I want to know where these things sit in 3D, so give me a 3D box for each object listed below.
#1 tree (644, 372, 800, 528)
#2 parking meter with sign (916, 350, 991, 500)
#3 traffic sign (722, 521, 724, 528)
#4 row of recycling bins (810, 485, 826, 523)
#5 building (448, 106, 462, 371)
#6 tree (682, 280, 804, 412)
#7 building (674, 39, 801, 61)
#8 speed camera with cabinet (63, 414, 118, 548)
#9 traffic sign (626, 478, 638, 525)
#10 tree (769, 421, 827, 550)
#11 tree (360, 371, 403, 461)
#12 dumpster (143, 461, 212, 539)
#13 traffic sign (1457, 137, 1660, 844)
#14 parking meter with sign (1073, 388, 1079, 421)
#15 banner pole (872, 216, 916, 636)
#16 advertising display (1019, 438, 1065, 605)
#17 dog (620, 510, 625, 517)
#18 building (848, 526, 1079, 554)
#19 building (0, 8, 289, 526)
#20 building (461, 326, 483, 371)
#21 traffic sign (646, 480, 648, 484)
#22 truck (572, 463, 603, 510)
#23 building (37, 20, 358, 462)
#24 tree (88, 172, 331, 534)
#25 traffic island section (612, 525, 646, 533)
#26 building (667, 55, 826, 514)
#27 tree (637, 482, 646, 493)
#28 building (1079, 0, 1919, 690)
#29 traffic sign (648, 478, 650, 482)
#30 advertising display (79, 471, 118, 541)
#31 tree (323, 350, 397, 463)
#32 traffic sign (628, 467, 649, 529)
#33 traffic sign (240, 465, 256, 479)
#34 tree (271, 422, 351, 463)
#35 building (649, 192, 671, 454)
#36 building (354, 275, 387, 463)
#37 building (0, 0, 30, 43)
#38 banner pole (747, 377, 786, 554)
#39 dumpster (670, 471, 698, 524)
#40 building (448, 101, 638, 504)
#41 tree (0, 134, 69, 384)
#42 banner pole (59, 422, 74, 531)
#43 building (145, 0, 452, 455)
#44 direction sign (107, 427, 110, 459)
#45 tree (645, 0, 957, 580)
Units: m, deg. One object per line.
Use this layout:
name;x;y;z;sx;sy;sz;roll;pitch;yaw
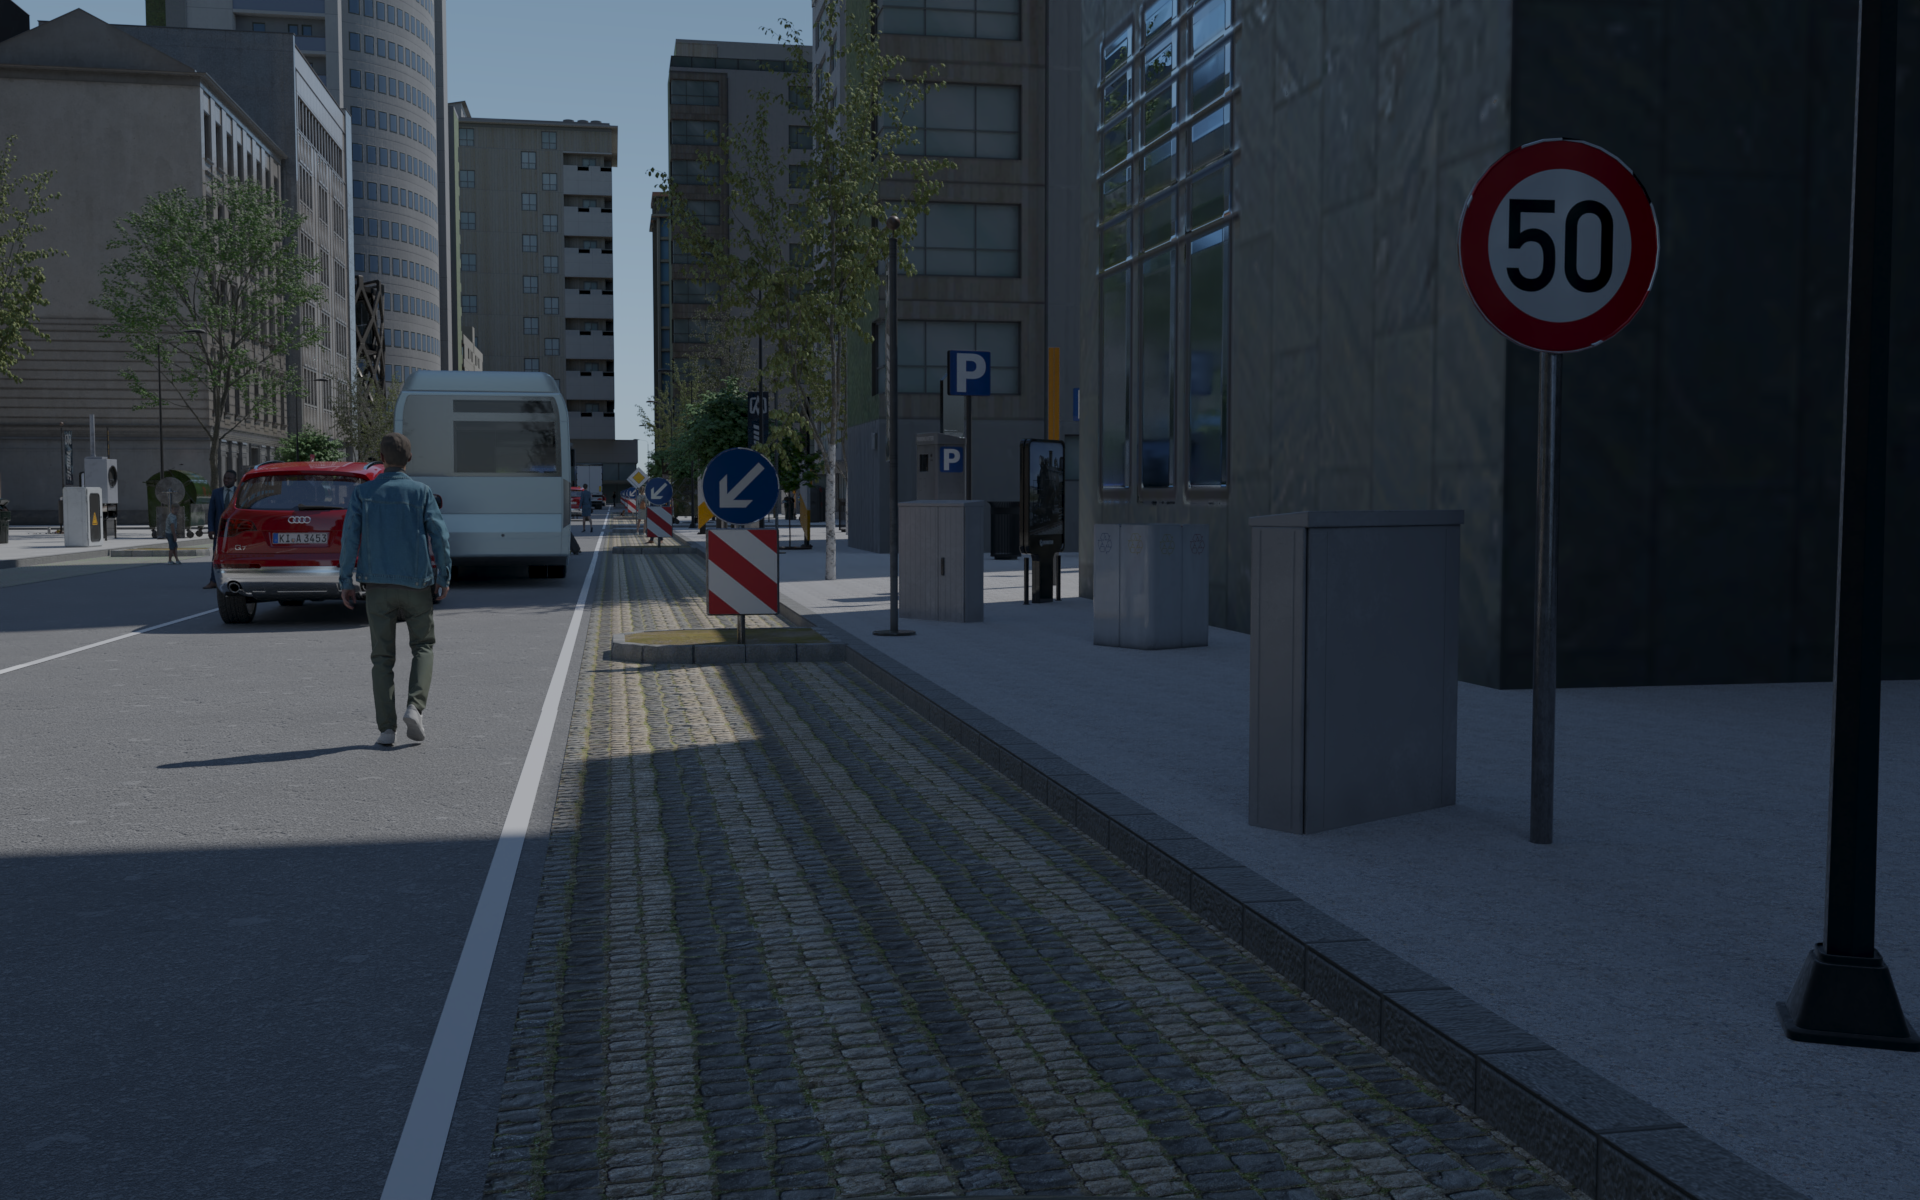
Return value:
tree;-6.265;-3.867;46.935;4.285;4.588;4.351;0;3;0
parking meter with sign;-0.223;-1.566;21.871;0.543;3.016;1.738;-2;4;-24
traffic sign;-7.360;-3.278;53.705;0.768;2.556;0.104;0;4;-3
row of recycling bins;-6.752;-4.404;79.117;1.069;1.692;3.534;0;4;2
building;-58.513;-30.116;175.998;14.154;41.232;14.086;-1;4;-11
tree;-7.711;-6.732;60.429;4.360;8.622;3.978;0;3;0
building;-19.328;-29.189;160.827;14.154;41.232;14.086;-1;4;-11
speed camera with cabinet;-21.303;-2.943;42.449;0.660;3.252;2.038;0;4;-6
traffic sign;-13.499;-4.194;72.215;0.795;2.450;0.064;-1;4;-11
tree;-3.823;-2.784;40.122;1.663;3.219;1.824;0;3;0
tree;-34.326;-9.399;104.034;4.737;8.622;4.395;0;3;0
dumpster;-22.919;-2.949;50.709;1.502;2.255;1.985;-1;4;-11
traffic sign;2.142;-0.379;6.303;0.768;2.556;0.104;0;4;-8
parking meter with sign;2.471;-2.011;29.138;0.543;3.016;1.738;2;4;25
banner pole;-0.636;-1.584;15.919;0.401;3.779;0.863;-1;4;-9
advertising display;0.975;-0.929;20.409;0.123;1.923;0.974;2;4;29
dog;-19.669;-4.991;100.887;0.540;0.507;0.406;1;4;15
building;3.815;-22.045;44.029;14.154;41.232;14.086;-1;4;-11
building;-37.435;-14.078;79.327;9.793;20.994;18.267;-1;4;-11
building;-70.405;-21.583;197.926;28.899;21.520;27.650;-1;4;-11
traffic sign;-24.424;-8.368;136.927;0.768;2.556;0.104;0;4;-7
truck;-35.132;-10.689;163.675;2.839;4.237;11.283;-1;4;-13
building;-41.892;-17.110;97.763;12.078;24.808;19.932;-1;4;-11
tree;-24.004;-7.951;55.758;9.928;11.665;9.643;0;3;0
traffic island section;-11.912;-2.580;64.466;2.009;0.180;2.903;-1;4;-11
building;-12.938;-21.250;119.146;14.160;30.474;14.107;-1;4;-11
tree;-34.704;-11.879;188.829;1.663;3.219;1.824;0;3;0
building;15.457;-42.405;5.989;22.319;86.520;31.000;-1;4;-11
traffic sign;-22.269;-7.681;125.689;0.768;2.556;0.104;0;4;-2
advertising display;-24.744;-2.724;49.753;0.974;1.923;0.123;-3;5;-42
tree;-30.547;-8.444;88.425;4.360;8.622;3.978;0;3;0
traffic sign;-11.933;-3.715;64.385;0.795;2.450;0.064;-1;4;-11
traffic sign;-25.259;-3.639;61.628;0.606;2.300;0.079;-1;4;-11
tree;-29.469;-5.806;78.635;4.285;4.588;4.351;0;3;0
building;-30.511;-36.060;244.209;28.867;44.769;22.147;-1;4;-11
building;-47.722;-15.245;116.700;16.820;18.784;16.811;-1;4;-11
building;-49.527;-14.891;73.153;15.834;23.373;12.332;-1;4;-11
banner pole;-4.175;-2.889;37.257;0.863;3.779;0.401;0;4;8
dumpster;-11.764;-4.393;74.317;1.502;2.255;1.985;-1;4;-11
building;-59.329;-39.923;241.975;27.495;52.752;28.713;-1;4;-11
tree;-20.207;-5.191;35.243;4.737;8.622;4.395;0;3;0
banner pole;-31.022;-4.289;60.149;0.863;3.779;0.401;2;4;33
building;-57.425;-37.399;153.468;21.231;58.520;28.212;-1;4;-11
direction sign;-28.886;-4.087;58.818;0.379;3.537;0.876;-2;4;-23
tree;-2.152;-4.606;25.667;4.737;8.622;4.395;0;3;0
